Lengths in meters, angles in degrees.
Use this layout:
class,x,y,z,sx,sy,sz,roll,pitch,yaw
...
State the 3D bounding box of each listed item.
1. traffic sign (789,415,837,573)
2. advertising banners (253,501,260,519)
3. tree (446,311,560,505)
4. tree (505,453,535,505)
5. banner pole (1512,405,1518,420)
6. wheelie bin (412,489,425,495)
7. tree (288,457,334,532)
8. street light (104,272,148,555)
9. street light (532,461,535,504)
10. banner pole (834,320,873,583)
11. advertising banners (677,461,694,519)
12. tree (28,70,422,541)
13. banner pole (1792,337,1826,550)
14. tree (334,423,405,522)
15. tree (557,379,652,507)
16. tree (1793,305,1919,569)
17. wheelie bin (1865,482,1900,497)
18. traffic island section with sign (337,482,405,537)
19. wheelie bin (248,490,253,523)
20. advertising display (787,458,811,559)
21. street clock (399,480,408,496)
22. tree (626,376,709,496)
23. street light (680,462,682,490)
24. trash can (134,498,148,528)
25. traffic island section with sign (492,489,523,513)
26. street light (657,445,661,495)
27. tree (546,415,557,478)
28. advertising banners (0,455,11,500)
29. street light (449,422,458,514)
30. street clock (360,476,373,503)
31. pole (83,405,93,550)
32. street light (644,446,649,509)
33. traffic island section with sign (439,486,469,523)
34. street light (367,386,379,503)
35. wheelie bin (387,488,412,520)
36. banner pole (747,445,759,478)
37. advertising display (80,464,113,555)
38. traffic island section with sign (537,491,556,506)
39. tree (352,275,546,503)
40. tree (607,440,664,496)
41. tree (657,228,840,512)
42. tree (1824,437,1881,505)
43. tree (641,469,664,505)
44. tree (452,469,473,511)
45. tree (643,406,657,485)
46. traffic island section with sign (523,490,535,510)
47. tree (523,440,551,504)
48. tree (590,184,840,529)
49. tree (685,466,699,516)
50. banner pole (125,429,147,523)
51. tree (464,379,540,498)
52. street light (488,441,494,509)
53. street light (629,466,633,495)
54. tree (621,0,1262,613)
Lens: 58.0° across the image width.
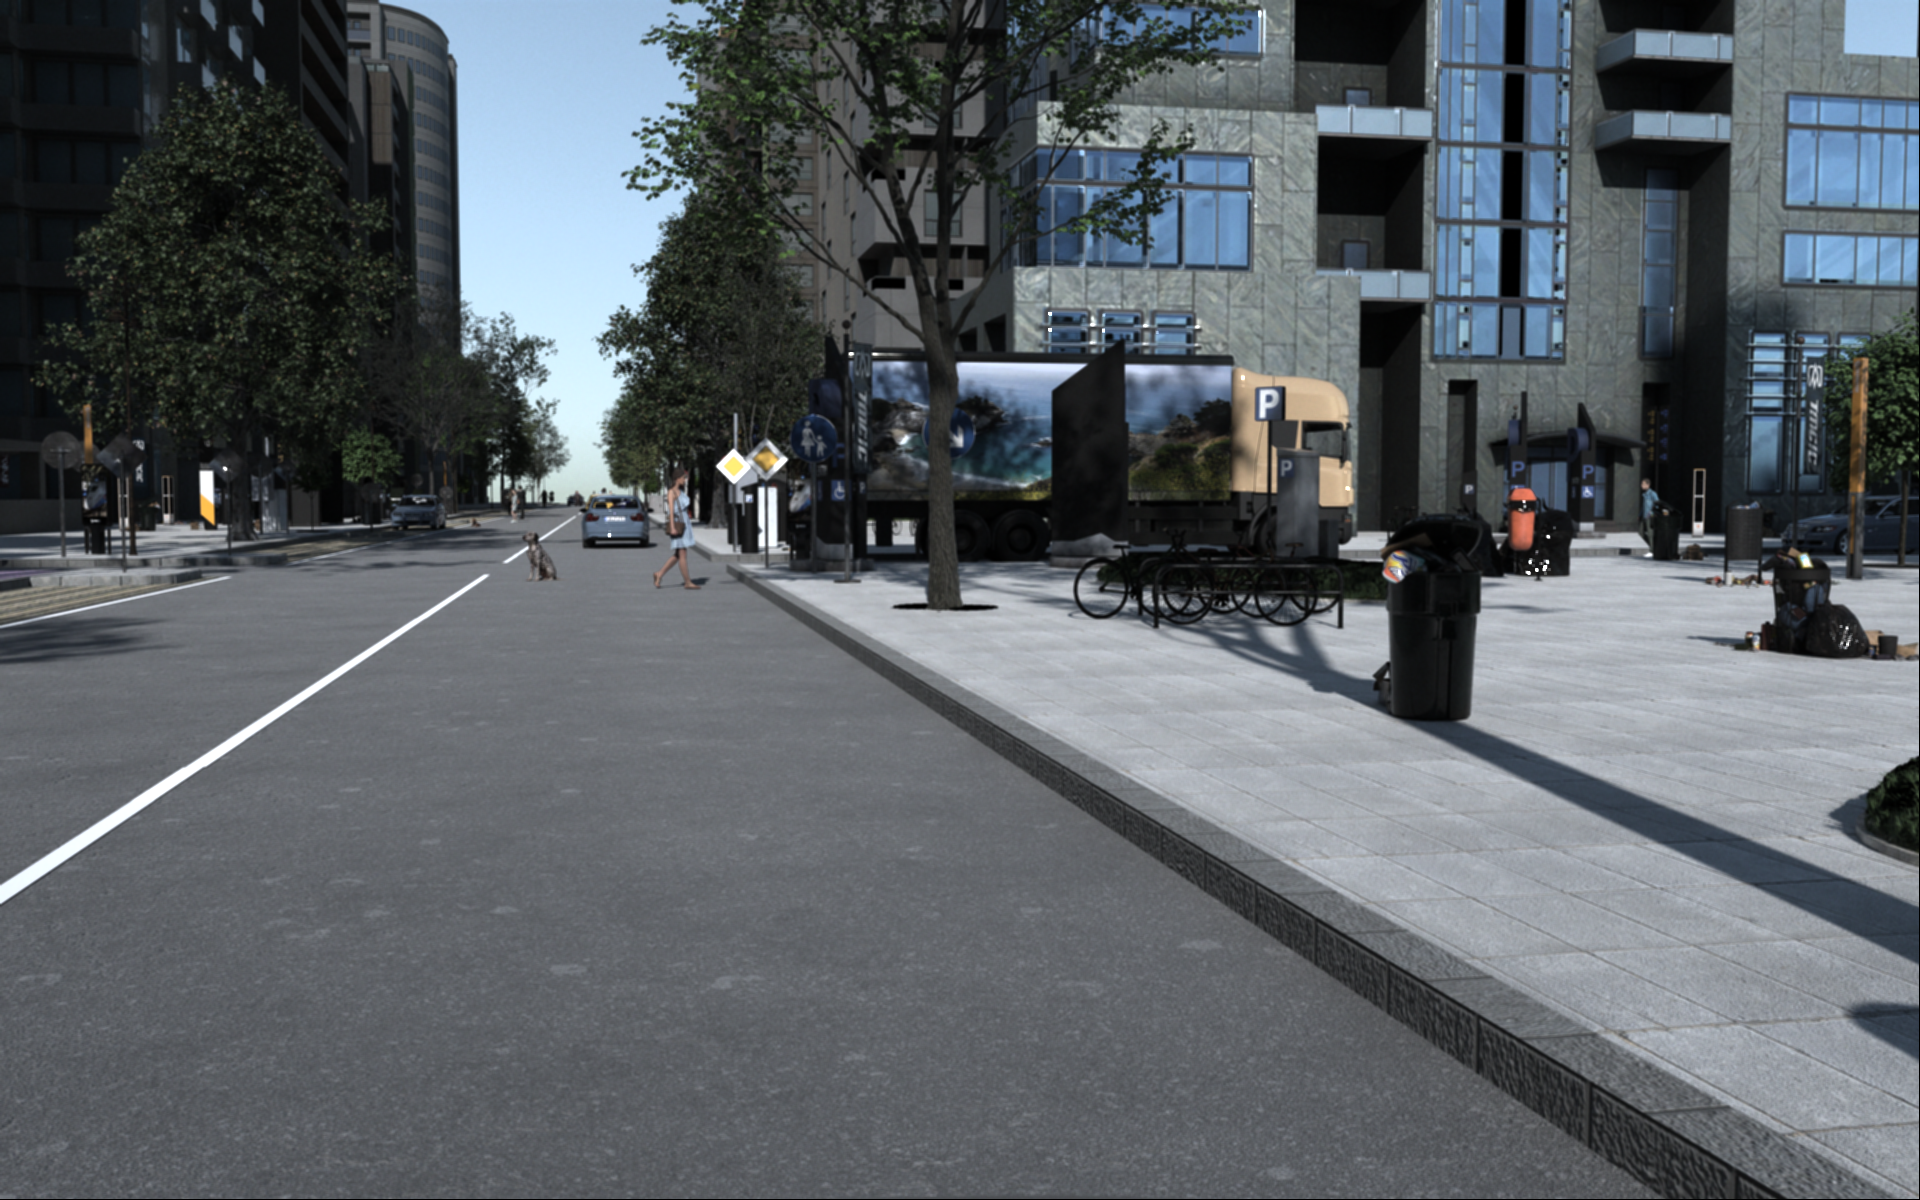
class,x,y,z,sx,sy,sz,roll,pitch,yaw
traffic sign,-2.359,-1.702,27.933,0.768,2.556,0.104,0,4,-3
advertising banners,-35.048,-5.547,86.882,0.090,3.025,2.074,-3,5,-43
tree,-48.280,-19.974,182.469,12.611,20.169,13.585,0,3,0
tree,-54.298,-16.049,212.763,4.737,8.622,4.395,0,3,0
banner pole,15.541,-3.588,48.673,0.401,3.779,0.863,2,4,26
wheelie bin,-33.763,-6.118,107.937,0.980,1.594,0.693,0,4,5
tree,-21.955,-3.894,58.268,1.663,3.219,1.824,0,3,0
street light,-17.368,-3.879,36.205,0.468,5.910,1.993,-1,4,-11
street light,-56.336,-15.661,228.841,0.468,5.910,1.993,-1,4,-11
banner pole,-1.506,-2.153,25.217,0.401,3.779,0.863,2,4,33
advertising banners,-13.858,-5.654,88.632,0.090,3.025,2.074,2,4,26
tree,-19.660,-7.954,47.057,9.611,12.733,9.660,0,3,0
banner pole,13.566,-2.308,27.756,0.863,3.779,0.401,-2,4,-29
tree,-27.081,-5.830,79.038,4.285,4.588,4.351,0,3,0
tree,-32.363,-16.335,177.453,12.009,13.543,11.850,0,3,0
tree,16.497,-2.855,30.390,4.285,4.588,4.351,0,3,0
wheelie bin,24.076,-2.282,45.220,0.980,1.594,0.693,1,4,16
traffic island section with sign,-19.660,-3.011,57.865,1.989,1.847,2.006,-1,4,-11
wheelie bin,-30.479,-4.019,73.611,0.980,1.594,0.693,3,4,37
advertising display,-2.809,-1.573,30.938,0.123,1.923,0.974,-2,4,-34
street clock,-27.947,-5.046,87.069,0.471,2.002,0.358,3,5,41
tree,-15.087,-8.649,91.771,4.737,8.622,4.395,0,3,0
street light,-12.072,-6.237,74.767,0.468,5.910,1.993,-1,4,-11
trash can,-30.423,-3.222,64.332,0.748,1.137,0.748,0,3,0
traffic island section with sign,-34.951,-7.629,133.366,1.989,1.847,2.006,-1,4,-11
street light,-19.772,-8.602,113.433,0.468,5.910,1.993,-1,4,-11
tree,-62.256,-21.126,255.771,12.009,13.543,11.850,0,3,0
advertising banners,-40.912,-4.692,72.906,0.090,3.025,2.074,2,4,31
street light,-32.556,-8.481,111.451,0.468,5.910,1.993,-1,4,-11
street clock,-24.349,-4.069,71.095,0.358,2.002,0.471,2,4,31
pole,-20.006,-2.810,39.795,0.158,3.312,0.155,0,3,0
street light,-27.142,-10.836,149.957,0.468,5.910,1.993,-1,4,-11
traffic island section with sign,-25.153,-4.668,84.944,1.989,1.847,2.006,-1,4,-11
street light,-24.741,-6.128,72.983,0.468,5.910,1.993,-1,4,-11
wheelie bin,-27.884,-4.765,85.810,0.980,1.594,0.693,0,4,-3
banner pole,-9.383,-5.395,78.227,0.863,3.779,0.401,2,4,24
advertising display,-18.350,-1.934,36.828,0.974,1.923,0.123,2,4,33
traffic island section with sign,-51.467,-12.616,214.906,1.989,1.847,2.006,-1,4,-11
tree,-29.805,-11.440,97.417,12.009,13.543,11.850,0,3,0
tree,-41.261,-18.614,222.470,7.486,12.596,7.792,0,3,0
tree,-5.436,-5.955,47.734,4.360,8.622,3.978,0,3,0
tree,24.976,-3.318,48.846,1.663,3.219,1.824,0,3,0
tree,-23.307,-8.366,131.383,1.663,3.219,1.824,0,3,0
tree,-38.517,-8.529,134.046,1.663,3.219,1.824,0,3,0
tree,-13.141,-8.088,82.600,4.360,8.622,3.978,0,3,0
traffic island section with sign,-40.305,-9.247,159.809,1.989,1.847,2.006,-1,4,-11
tree,-60.122,-18.121,246.644,4.360,8.622,3.978,0,3,0
tree,-8.865,-8.994,64.062,9.611,12.733,9.660,0,3,0
tree,-16.216,-6.683,103.860,1.663,3.219,1.824,0,3,0
banner pole,-31.924,-4.710,67.023,0.863,3.779,0.401,-2,4,-27
tree,-44.559,-15.398,169.883,7.486,12.596,7.792,0,3,0
street light,-40.022,-10.714,147.956,0.468,5.910,1.993,-1,4,-11
street light,-51.147,-18.053,267.952,0.468,5.910,1.993,-1,4,-11
tree,-0.265,-5.711,19.124,9.928,11.665,9.643,0,3,0
